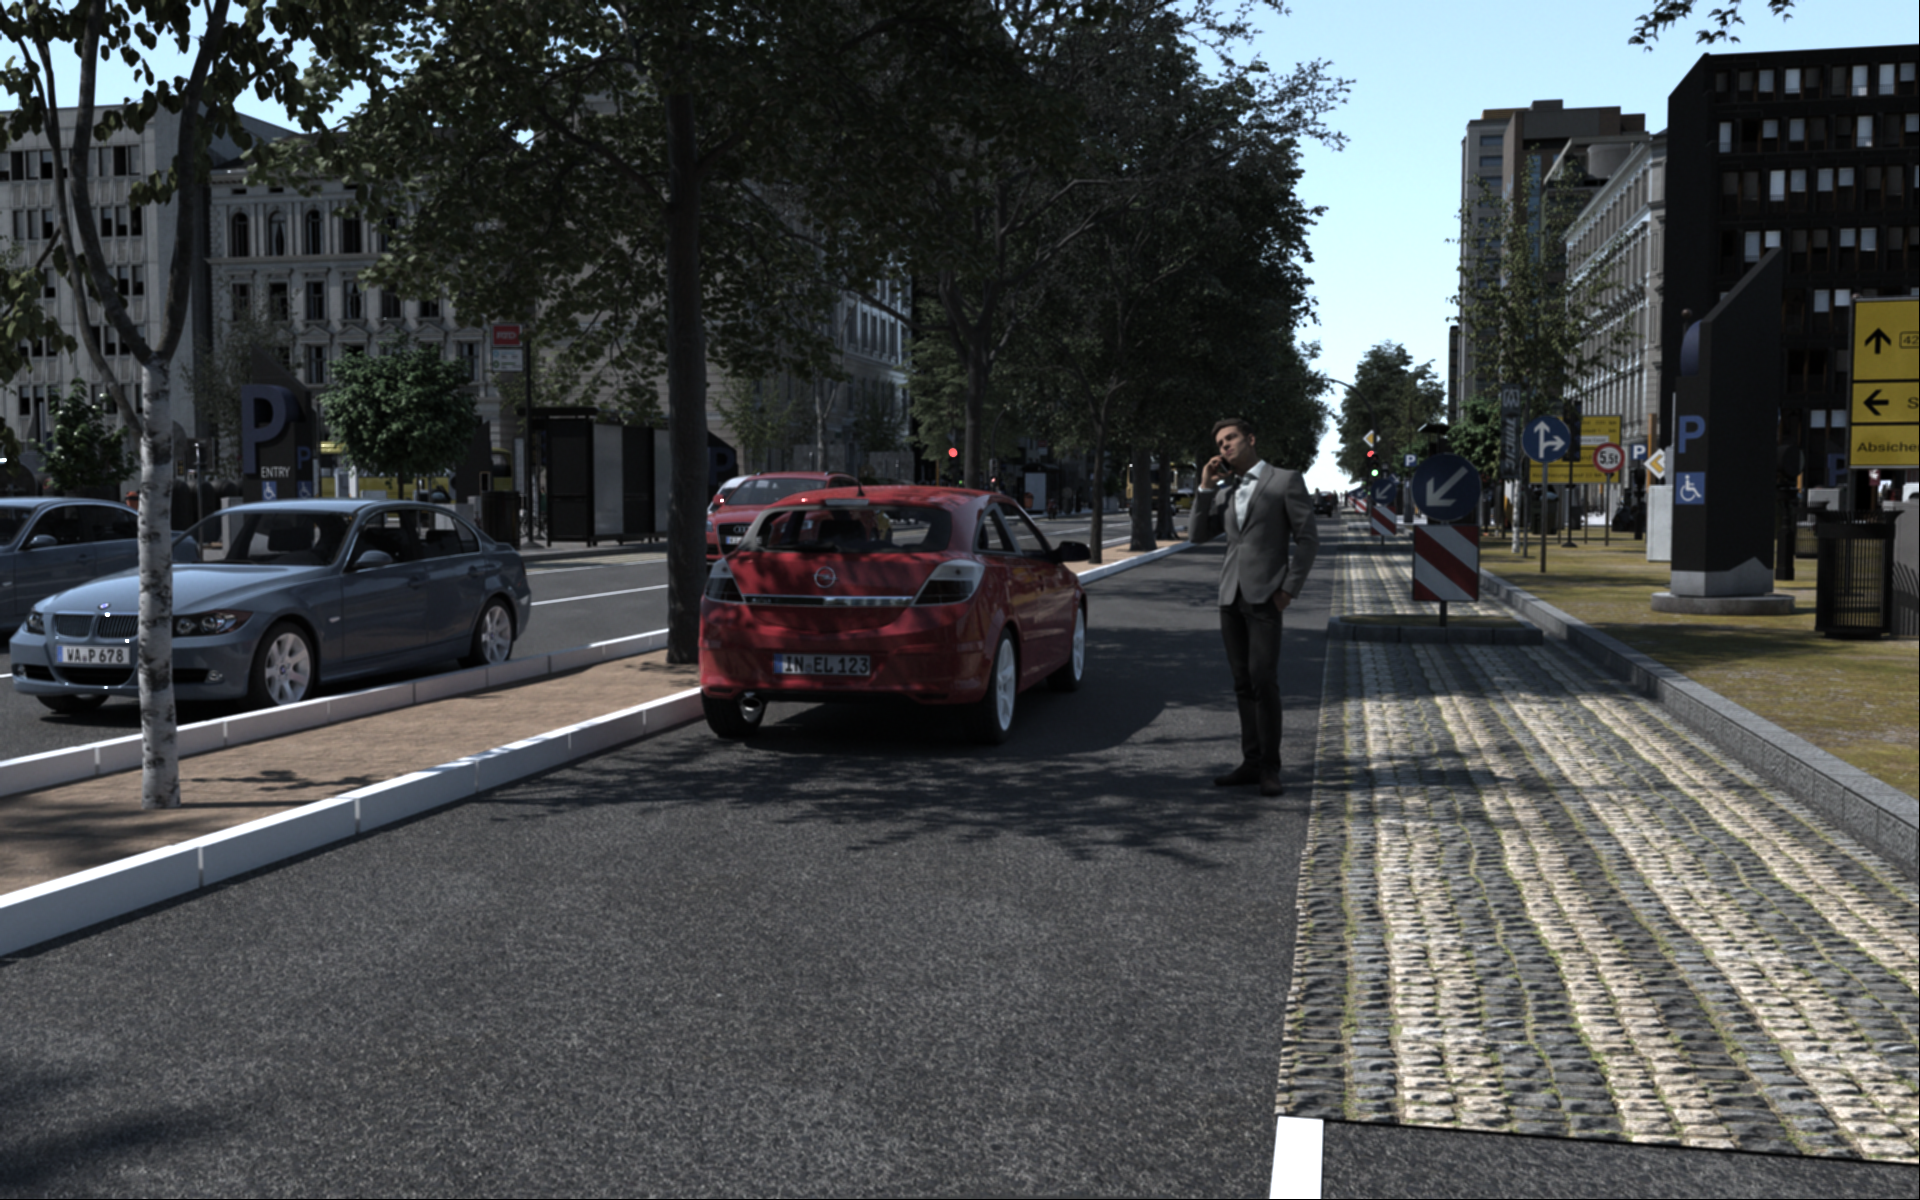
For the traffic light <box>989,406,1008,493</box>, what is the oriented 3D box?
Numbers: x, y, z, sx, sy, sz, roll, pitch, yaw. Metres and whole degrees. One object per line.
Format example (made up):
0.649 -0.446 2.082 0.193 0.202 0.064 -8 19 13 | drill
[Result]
3.584 -6.358 78.628 4.771 5.953 1.251 1 4 12 | traffic light

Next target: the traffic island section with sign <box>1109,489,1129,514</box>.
12.036 -7.228 126.808 1.989 1.847 2.006 1 4 12 | traffic island section with sign

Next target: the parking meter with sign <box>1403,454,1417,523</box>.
19.839 -4.906 76.468 0.543 3.016 1.738 1 4 13 | parking meter with sign

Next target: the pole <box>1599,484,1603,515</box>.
40.250 -7.022 108.658 0.158 3.312 0.155 0 3 0 | pole

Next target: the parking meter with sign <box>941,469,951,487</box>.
-0.842 -6.766 106.892 0.543 3.016 1.738 -2 4 -26 | parking meter with sign

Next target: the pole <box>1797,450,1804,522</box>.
38.625 -5.247 79.637 0.158 3.312 0.155 0 3 0 | pole

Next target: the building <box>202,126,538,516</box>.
-34.493 -16.956 106.117 19.941 23.489 11.050 1 4 12 | building

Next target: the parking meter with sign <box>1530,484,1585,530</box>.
21.218 -4.000 61.654 1.738 3.016 0.543 1 4 19 | parking meter with sign

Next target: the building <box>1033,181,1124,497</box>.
17.901 -42.886 290.421 28.713 52.752 27.495 1 4 12 | building

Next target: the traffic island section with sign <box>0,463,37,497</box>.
-11.543 -0.713 20.292 1.989 1.847 2.006 1 4 12 | traffic island section with sign

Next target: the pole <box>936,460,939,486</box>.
-1.270 -6.411 98.663 0.158 3.312 0.155 0 3 0 | pole

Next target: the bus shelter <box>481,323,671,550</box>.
-9.379 -4.009 43.175 2.179 5.291 8.768 1 4 12 | bus shelter

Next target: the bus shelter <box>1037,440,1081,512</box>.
7.359 -9.344 130.413 2.179 5.291 8.768 1 4 13 | bus shelter

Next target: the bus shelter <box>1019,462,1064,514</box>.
5.272 -7.217 111.924 2.014 3.302 5.546 1 4 13 | bus shelter

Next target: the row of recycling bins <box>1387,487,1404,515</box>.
26.640 -6.036 105.802 1.069 1.692 3.534 1 4 16 | row of recycling bins

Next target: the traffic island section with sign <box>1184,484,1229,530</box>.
10.057 -3.745 69.361 2.006 1.907 1.989 1 4 12 | traffic island section with sign

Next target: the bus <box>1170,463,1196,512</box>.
17.125 -8.636 132.748 2.896 3.916 12.252 1 4 11 | bus

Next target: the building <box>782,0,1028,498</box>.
-5.754 -33.292 168.027 21.300 48.544 21.600 1 4 12 | building

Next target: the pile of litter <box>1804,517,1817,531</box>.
30.125 -2.829 60.220 1.176 0.858 1.719 0 4 -5 | pile of litter

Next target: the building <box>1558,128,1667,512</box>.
53.568 -21.131 121.913 17.030 29.872 44.131 1 4 12 | building

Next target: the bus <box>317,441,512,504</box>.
-27.151 -5.482 81.177 12.252 3.916 2.896 1 4 13 | bus

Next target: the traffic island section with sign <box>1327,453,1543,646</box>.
4.717 -0.536 17.387 1.989 1.847 2.006 1 4 12 | traffic island section with sign

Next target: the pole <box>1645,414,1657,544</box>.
17.599 -3.073 44.091 0.158 3.312 0.155 0 3 0 | pole

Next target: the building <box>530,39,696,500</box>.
-15.896 -19.604 106.426 13.634 28.700 20.117 1 4 12 | building

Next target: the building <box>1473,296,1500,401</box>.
81.287 -29.281 250.438 14.160 30.474 14.107 1 4 12 | building

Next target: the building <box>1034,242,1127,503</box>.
10.321 -35.110 265.931 32.217 40.220 23.993 1 4 12 | building

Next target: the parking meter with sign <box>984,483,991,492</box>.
1.961 -7.289 115.433 0.543 3.016 1.738 3 5 43 | parking meter with sign

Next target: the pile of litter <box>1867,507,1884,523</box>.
39.235 -3.661 73.822 1.719 0.858 1.176 -1 4 -17 | pile of litter

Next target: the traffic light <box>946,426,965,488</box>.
-0.204 -5.035 71.249 0.839 4.253 0.868 1 4 12 | traffic light

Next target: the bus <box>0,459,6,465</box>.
-52.481 -5.601 86.433 13.247 3.499 2.948 1 4 11 | bus

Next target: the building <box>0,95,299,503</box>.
-54.007 -17.907 110.801 19.932 24.808 12.078 1 4 12 | building

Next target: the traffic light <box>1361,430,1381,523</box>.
17.892 -5.292 75.451 0.839 4.253 0.868 1 4 12 | traffic light

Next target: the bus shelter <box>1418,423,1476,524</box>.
16.966 -4.224 60.340 1.731 3.624 6.357 1 4 12 | bus shelter

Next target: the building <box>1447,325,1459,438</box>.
89.578 -31.875 292.851 14.160 30.474 14.107 1 4 12 | building

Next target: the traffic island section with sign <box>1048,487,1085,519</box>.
6.210 -5.618 100.488 1.989 1.847 2.006 1 4 12 | traffic island section with sign

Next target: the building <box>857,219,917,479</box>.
-11.812 -20.821 126.325 13.634 28.700 20.117 1 4 12 | building

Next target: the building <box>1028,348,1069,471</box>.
-3.646 -21.355 194.197 27.650 21.520 28.899 1 4 12 | building

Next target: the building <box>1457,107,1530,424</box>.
88.614 -44.516 269.842 21.231 58.520 28.212 1 4 12 | building

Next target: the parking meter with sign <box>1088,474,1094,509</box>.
11.287 -9.348 149.094 0.543 3.016 1.738 0 4 -6 | parking meter with sign

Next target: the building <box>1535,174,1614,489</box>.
60.647 -23.765 160.258 14.160 30.474 14.107 1 4 12 | building

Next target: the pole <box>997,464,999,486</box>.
2.350 -6.898 106.631 0.158 3.312 0.155 0 3 0 | pole

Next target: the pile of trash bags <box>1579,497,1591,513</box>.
42.439 -6.712 119.497 1.912 1.369 3.447 1 4 15 | pile of trash bags

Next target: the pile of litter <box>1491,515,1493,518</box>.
28.826 -4.796 92.381 1.176 0.858 1.719 0 4 -3 | pile of litter

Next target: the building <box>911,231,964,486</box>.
-7.387 -19.242 144.291 12.332 23.373 15.834 1 4 12 | building

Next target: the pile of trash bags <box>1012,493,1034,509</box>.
2.828 -5.575 100.899 3.447 1.369 1.912 2 4 35 | pile of trash bags

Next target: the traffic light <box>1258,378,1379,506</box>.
14.104 -5.706 67.965 4.771 5.953 1.251 1 4 12 | traffic light

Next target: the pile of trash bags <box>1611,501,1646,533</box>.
23.825 -2.963 58.195 3.447 1.369 1.912 0 4 1 | pile of trash bags

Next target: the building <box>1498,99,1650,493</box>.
69.218 -33.443 196.908 14.600 45.320 14.200 1 4 12 | building

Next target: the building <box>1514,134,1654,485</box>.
73.477 -29.647 176.603 32.217 40.220 23.993 1 4 12 | building

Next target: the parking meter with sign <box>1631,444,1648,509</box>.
24.049 -3.978 61.305 0.543 3.016 1.738 2 4 24 | parking meter with sign

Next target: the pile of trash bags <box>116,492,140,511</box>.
-33.447 -3.641 69.288 1.912 1.369 3.447 -3 5 -39 | pile of trash bags

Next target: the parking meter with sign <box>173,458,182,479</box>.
-28.437 -4.019 61.964 1.738 3.016 0.543 3 5 43 | parking meter with sign

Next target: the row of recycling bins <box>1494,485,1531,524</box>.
23.918 -4.156 75.058 1.069 1.692 3.534 2 4 32 | row of recycling bins

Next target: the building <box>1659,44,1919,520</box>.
45.874 -15.897 89.595 15.834 23.373 12.332 1 4 12 | building
